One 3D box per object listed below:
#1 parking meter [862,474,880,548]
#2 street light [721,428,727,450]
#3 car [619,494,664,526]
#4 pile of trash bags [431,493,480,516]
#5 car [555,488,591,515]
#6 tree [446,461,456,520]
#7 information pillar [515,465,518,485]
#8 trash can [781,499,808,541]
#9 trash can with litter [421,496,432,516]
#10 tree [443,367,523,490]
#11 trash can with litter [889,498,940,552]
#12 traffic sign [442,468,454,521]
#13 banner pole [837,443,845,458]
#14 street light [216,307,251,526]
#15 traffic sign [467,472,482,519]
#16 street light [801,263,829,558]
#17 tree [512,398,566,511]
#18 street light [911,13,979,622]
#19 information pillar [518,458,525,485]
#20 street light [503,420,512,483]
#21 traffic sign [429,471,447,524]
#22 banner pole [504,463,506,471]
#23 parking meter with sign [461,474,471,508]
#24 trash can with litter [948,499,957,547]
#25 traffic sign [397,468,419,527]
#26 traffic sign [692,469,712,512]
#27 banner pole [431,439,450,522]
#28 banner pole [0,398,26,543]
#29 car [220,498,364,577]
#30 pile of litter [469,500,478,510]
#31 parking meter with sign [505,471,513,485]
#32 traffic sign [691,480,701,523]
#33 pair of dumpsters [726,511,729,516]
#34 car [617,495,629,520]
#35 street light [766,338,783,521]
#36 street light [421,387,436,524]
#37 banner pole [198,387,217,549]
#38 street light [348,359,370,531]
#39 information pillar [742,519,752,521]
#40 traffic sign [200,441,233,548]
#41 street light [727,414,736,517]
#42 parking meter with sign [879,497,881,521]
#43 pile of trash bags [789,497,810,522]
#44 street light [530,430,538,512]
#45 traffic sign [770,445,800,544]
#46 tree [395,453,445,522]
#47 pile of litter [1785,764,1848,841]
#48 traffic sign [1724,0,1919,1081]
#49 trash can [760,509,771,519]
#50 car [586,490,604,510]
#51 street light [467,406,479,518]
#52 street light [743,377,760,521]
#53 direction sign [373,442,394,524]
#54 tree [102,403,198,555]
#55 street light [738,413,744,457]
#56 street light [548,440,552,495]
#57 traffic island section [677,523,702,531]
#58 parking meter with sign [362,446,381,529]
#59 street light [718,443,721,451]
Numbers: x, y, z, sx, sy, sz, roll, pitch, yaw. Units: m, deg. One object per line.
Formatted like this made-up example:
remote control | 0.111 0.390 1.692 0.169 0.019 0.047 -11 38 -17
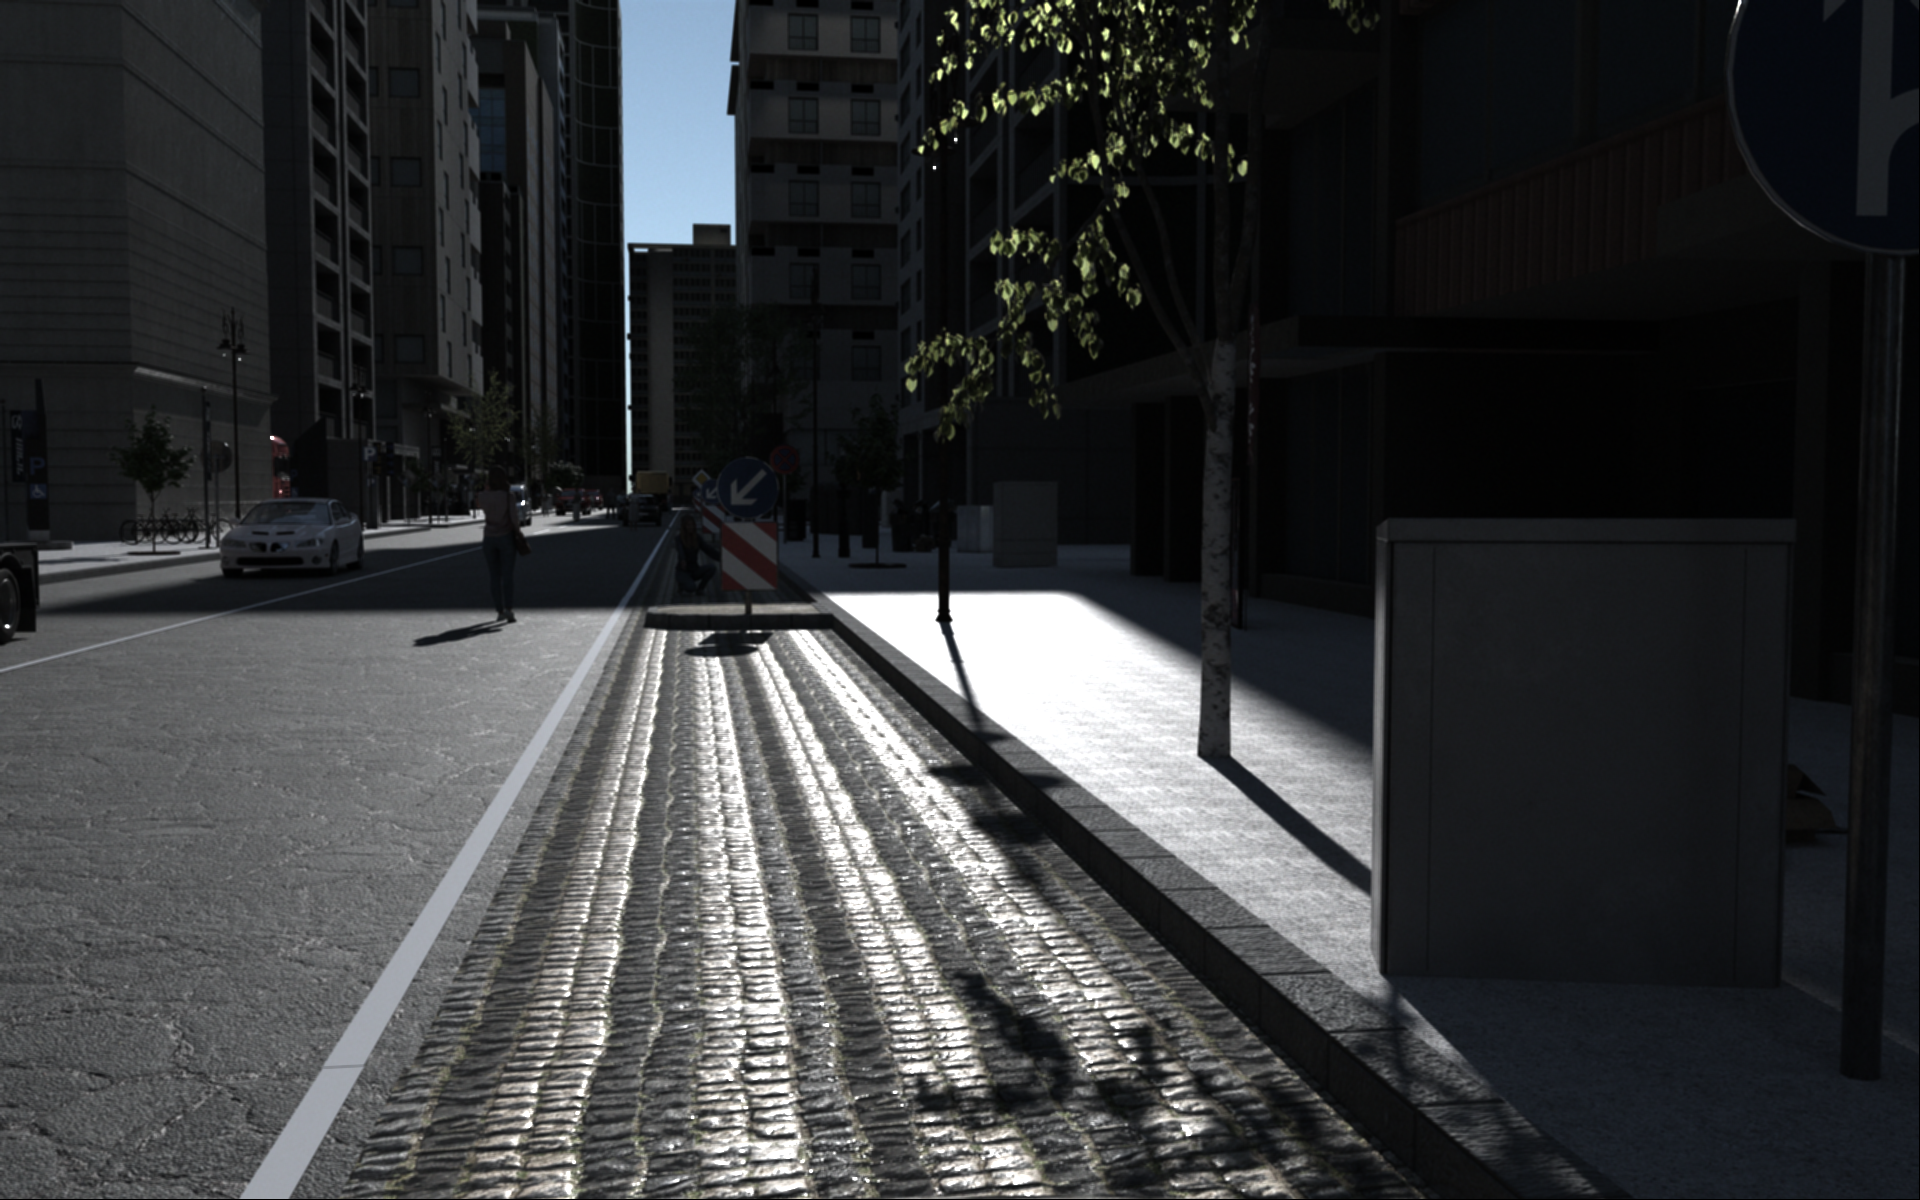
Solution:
parking meter | -2.107 -2.160 41.035 0.399 1.863 0.255 -1 4 -17
street light | -15.547 -8.739 115.664 0.468 5.910 1.993 -1 4 -9
car | -14.345 -4.178 78.104 2.009 1.686 4.222 -1 4 -10
pile of trash bags | -29.976 -5.742 103.642 1.912 1.369 3.447 3 5 44
car | -26.264 -6.670 117.735 2.281 1.827 5.304 0 4 -7
tree | -25.736 -5.582 85.875 1.663 3.219 1.824 0 3 0
information pillar | -35.669 -9.084 139.878 0.504 3.616 0.183 0 4 7
trash can | -4.517 -2.185 47.382 0.748 1.137 0.748 0 3 0
trash can with litter | -30.913 -5.393 99.559 1.055 1.170 0.624 1 4 10
tree | -27.317 -9.112 99.337 4.360 8.622 3.978 0 3 0
trash can with litter | -1.044 -1.654 38.429 1.055 1.170 0.624 2 4 24
traffic sign | -24.771 -5.102 83.530 0.768 2.556 0.104 0 4 -4
banner pole | -5.312 -5.338 77.292 0.401 3.779 0.863 -2 4 -34
street light | -17.923 -4.286 42.863 0.468 5.910 1.993 -1 4 -9
traffic sign | -25.030 -5.392 89.337 0.795 2.450 0.064 0 4 -4
street light | -2.915 -3.797 34.868 0.468 5.910 1.993 -1 4 -9
tree | -32.115 -11.155 132.746 4.737 8.622 4.395 0 3 0
street light | -0.161 -2.722 17.297 0.468 5.910 1.993 -1 4 -9
information pillar | -28.458 -7.435 112.921 0.183 3.616 0.504 0 4 5
street light | -28.198 -8.274 108.068 0.468 5.910 1.993 -1 4 -9
traffic sign | -22.502 -4.345 74.679 0.795 2.450 0.064 -1 4 -9
banner pole | -36.351 -9.085 138.549 0.401 3.779 0.863 -1 4 -19
parking meter with sign | -38.748 -8.523 135.613 0.543 3.016 1.738 -2 4 -27
trash can with litter | -0.558 -1.847 41.586 0.624 1.170 1.055 3 5 42
traffic sign | -21.269 -3.862 66.789 0.795 2.450 0.064 -1 4 -9
traffic sign | -10.205 -3.966 68.490 0.795 2.450 0.064 -1 4 -9
banner pole | -23.679 -5.439 78.946 0.863 3.779 0.401 0 3 0
banner pole | -24.842 -3.394 45.516 0.863 3.779 0.401 -1 4 -14
car | -12.085 -1.174 31.555 2.083 1.381 4.827 -1 4 -10
pile of litter | -40.021 -7.803 141.537 1.176 0.858 1.719 3 5 42
parking meter with sign | -33.465 -8.108 128.827 0.543 3.016 1.738 1 4 16
traffic sign | -11.438 -4.449 76.380 0.795 2.450 0.064 -1 4 -9
pair of dumpsters | -13.527 -6.175 103.447 1.574 2.255 4.437 -1 4 -9
car | -18.263 -5.208 97.146 2.014 1.417 4.499 -1 4 -8
street light | -5.490 -4.806 51.359 0.468 5.910 1.993 -1 4 -9
street light | -22.919 -6.239 74.788 0.468 5.910 1.993 -1 4 -9
banner pole | -17.716 -3.105 40.788 0.401 3.779 0.863 -1 4 -11
street light | -20.666 -5.314 59.666 0.468 5.910 1.993 -1 4 -9
information pillar | -8.269 -3.836 67.206 0.304 2.012 0.304 3 4 38
traffic sign | -17.794 -2.529 41.462 0.768 2.556 0.104 0 4 -1
street light | -12.873 -7.709 98.823 0.468 5.910 1.993 -1 4 -9
parking meter with sign | -4.109 -5.211 81.460 1.738 3.016 0.543 -3 5 -41
pile of trash bags | -6.719 -4.324 80.447 1.912 1.369 3.447 -2 4 -33
street light | -30.818 -9.328 125.295 0.468 5.910 1.993 -1 4 -9
traffic sign | -4.522 -2.730 44.734 0.768 2.556 0.104 0 4 -8
tree | -25.388 -5.290 81.089 1.663 3.219 1.824 0 3 0
pile of litter | 2.674 0.460 6.441 1.719 0.858 1.176 -1 4 -10
traffic sign | 1.989 -0.223 3.747 0.768 2.556 0.104 0 4 -2
trash can | -10.178 -4.823 90.513 0.748 1.137 0.748 0 3 0
car | -33.222 -9.003 155.879 2.281 1.827 5.304 -1 4 -10
street light | -25.699 -7.261 91.505 0.468 5.910 1.993 -1 4 -9
street light | -8.162 -5.848 68.404 0.468 5.910 1.993 -1 4 -9
direction sign | -25.103 -5.107 75.499 0.876 3.537 0.379 -1 4 -9
tree | -16.999 -2.577 36.739 1.663 3.219 1.824 0 3 0
street light | -10.139 -6.642 81.378 0.468 5.910 1.993 -1 4 -9
street light | -33.565 -10.353 142.058 0.468 5.910 1.993 -1 4 -9
traffic island section | -10.183 -2.831 68.571 2.009 0.180 2.903 -1 4 -9
parking meter with sign | -21.710 -4.145 64.027 0.543 3.016 1.738 -1 4 -13
street light | -18.156 -9.785 132.773 0.468 5.910 1.993 -1 4 -9
